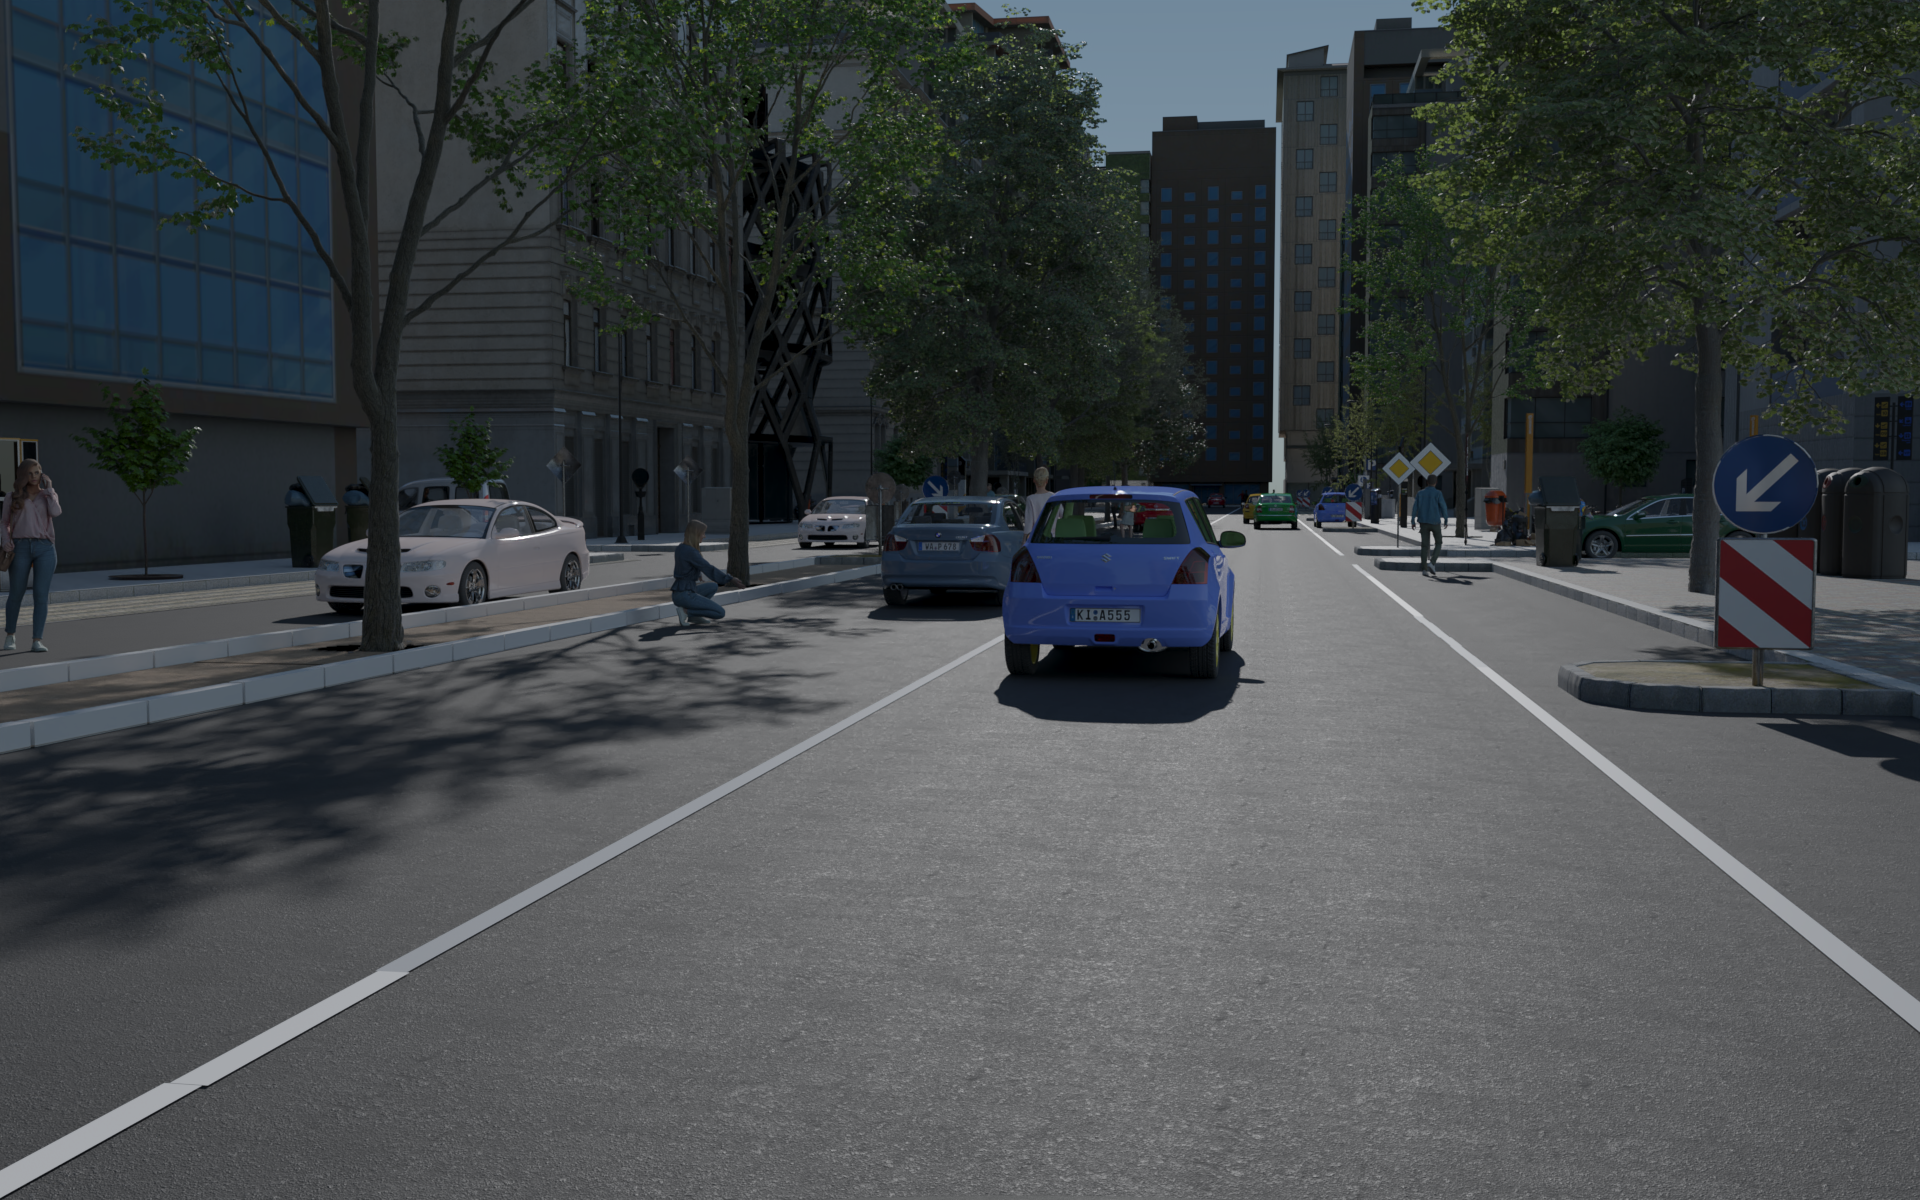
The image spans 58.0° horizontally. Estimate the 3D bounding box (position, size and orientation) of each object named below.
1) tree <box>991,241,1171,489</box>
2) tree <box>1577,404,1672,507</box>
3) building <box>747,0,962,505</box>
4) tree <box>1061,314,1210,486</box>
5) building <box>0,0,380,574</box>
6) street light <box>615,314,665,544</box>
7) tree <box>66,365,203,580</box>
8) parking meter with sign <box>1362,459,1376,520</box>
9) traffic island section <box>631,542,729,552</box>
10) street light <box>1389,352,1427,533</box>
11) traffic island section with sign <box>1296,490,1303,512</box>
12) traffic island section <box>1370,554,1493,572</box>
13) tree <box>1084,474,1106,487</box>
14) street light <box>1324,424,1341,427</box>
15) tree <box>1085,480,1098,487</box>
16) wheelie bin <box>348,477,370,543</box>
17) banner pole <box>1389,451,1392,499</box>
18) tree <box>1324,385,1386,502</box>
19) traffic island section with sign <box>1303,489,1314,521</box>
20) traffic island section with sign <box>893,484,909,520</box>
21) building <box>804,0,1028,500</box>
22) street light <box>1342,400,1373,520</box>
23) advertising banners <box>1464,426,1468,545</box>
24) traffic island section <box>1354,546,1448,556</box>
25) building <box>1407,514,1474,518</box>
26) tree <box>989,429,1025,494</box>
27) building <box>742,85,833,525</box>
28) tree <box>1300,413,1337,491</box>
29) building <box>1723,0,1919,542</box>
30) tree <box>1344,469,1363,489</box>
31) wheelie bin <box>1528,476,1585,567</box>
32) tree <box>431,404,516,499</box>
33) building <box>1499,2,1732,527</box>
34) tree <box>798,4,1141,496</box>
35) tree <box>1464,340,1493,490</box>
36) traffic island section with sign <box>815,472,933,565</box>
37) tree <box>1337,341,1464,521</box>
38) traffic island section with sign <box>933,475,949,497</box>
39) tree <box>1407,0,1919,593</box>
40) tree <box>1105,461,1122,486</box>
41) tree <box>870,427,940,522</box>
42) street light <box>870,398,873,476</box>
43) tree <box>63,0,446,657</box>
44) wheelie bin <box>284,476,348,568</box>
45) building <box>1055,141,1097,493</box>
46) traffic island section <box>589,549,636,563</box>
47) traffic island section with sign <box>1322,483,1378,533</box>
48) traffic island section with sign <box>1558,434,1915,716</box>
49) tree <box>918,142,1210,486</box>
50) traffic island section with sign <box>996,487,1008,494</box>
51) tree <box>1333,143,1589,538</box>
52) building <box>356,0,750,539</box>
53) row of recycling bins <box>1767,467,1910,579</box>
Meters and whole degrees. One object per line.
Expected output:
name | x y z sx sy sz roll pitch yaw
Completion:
tree | 5.326 -9.578 77.178 7.486 12.596 7.792 0 3 0
tree | 24.342 -4.880 63.503 4.285 4.588 4.351 0 3 0
building | -8.705 -19.111 99.847 14.401 28.519 23.554 1 4 10
tree | 9.567 -11.067 100.409 9.611 12.733 9.660 0 3 0
building | -20.652 -23.269 30.555 14.200 45.320 14.600 1 4 10
street light | -8.281 -4.420 44.801 1.470 5.913 1.316 1 4 10
tree | -12.191 -1.926 26.099 1.663 3.219 1.824 0 3 0
parking meter with sign | 20.653 -5.584 87.557 0.543 3.016 1.738 0 4 4
traffic island section | -6.990 -1.357 44.463 2.009 0.180 2.903 1 4 10
street light | 14.690 -5.155 56.830 1.470 5.913 1.316 1 4 10
traffic island section with sign | 28.173 -8.133 141.598 1.989 1.847 2.006 1 4 10
traffic island section | 9.094 -0.688 33.523 2.009 0.180 2.903 1 4 10
tree | 13.362 -11.793 176.535 4.285 4.588 4.351 0 3 0
street light | 24.888 -8.716 115.045 1.470 5.913 1.316 1 4 10
tree | 12.534 -10.629 168.378 1.663 3.219 1.824 0 3 0
wheelie bin | -10.992 -1.471 31.959 0.693 1.594 0.980 -1 4 -10
banner pole | 25.323 -6.845 101.928 0.401 3.779 0.863 1 4 22
tree | 25.492 -9.847 111.365 4.360 8.622 3.978 0 3 0
traffic island section with sign | 19.504 -5.125 92.421 1.989 1.847 2.006 1 4 10
traffic island section with sign | -2.388 -3.670 68.637 1.989 1.847 2.006 1 4 10
building | -11.412 -27.023 133.712 32.217 40.220 23.993 1 4 10
street light | 19.863 -6.936 85.937 1.470 5.913 1.316 1 4 10
advertising banners | 12.881 -2.927 44.039 0.090 3.025 2.074 1 4 16
traffic island section | 10.481 -1.169 41.387 2.009 0.180 2.903 1 4 10
building | 42.408 -24.926 99.413 32.217 40.220 23.993 1 4 10
tree | 3.501 -10.145 116.231 4.360 8.622 3.978 0 3 0
building | -14.273 -12.694 75.000 16.820 18.784 16.811 1 4 10
tree | 33.248 -12.615 156.624 4.737 8.622 4.395 0 3 0
building | 38.449 -30.866 46.652 28.212 58.520 21.231 1 4 10
tree | 27.049 -7.614 119.093 1.663 3.219 1.824 0 3 0
wheelie bin | 10.564 -1.399 30.778 0.980 1.594 0.693 0 4 0
tree | -10.443 -2.622 37.470 1.663 3.219 1.824 0 3 0
building | 29.247 -18.350 71.719 14.160 30.474 14.107 1 4 10
tree | 0.469 -8.400 46.446 9.857 13.997 8.962 0 3 0
tree | 25.916 -8.147 83.562 4.737 8.622 4.395 0 3 0
traffic island section with sign | -1.779 -1.684 35.677 2.006 1.907 1.989 1 4 10
tree | 20.927 -8.067 82.255 4.737 8.622 4.395 0 3 0
traffic island section with sign | -0.483 -2.131 42.971 2.006 1.907 1.989 1 4 10
tree | 9.383 -6.384 22.511 7.486 12.596 7.792 0 3 0
tree | 17.063 -14.799 192.333 4.360 8.622 3.978 0 3 0
tree | -2.475 -5.962 81.187 4.285 4.588 4.351 0 3 0
street light | -3.251 -6.199 73.899 1.470 5.913 1.316 1 4 10
tree | -5.185 -5.327 15.305 9.928 11.665 9.643 0 3 0
wheelie bin | -11.385 -1.371 30.325 0.693 1.594 0.980 1 4 19
building | 6.686 -30.755 186.443 14.086 41.232 14.154 1 4 10
traffic island section | -8.378 -0.876 36.599 2.009 0.180 2.903 1 4 10
traffic island section with sign | 14.762 -3.485 65.613 1.989 1.847 2.006 1 4 10
traffic island section with sign | 5.363 -0.223 12.270 1.989 1.847 2.006 1 4 10
tree | 2.790 -8.997 59.927 12.009 13.543 11.850 0 3 0
traffic island section with sign | 2.306 -5.294 95.186 1.989 1.847 2.006 1 4 10
tree | 14.787 -7.648 50.803 9.928 11.665 9.643 0 3 0
building | -14.037 -12.653 56.033 9.793 20.994 18.267 1 4 10
row of recycling bins | 14.064 -1.266 27.807 1.069 1.692 3.534 0 4 2
